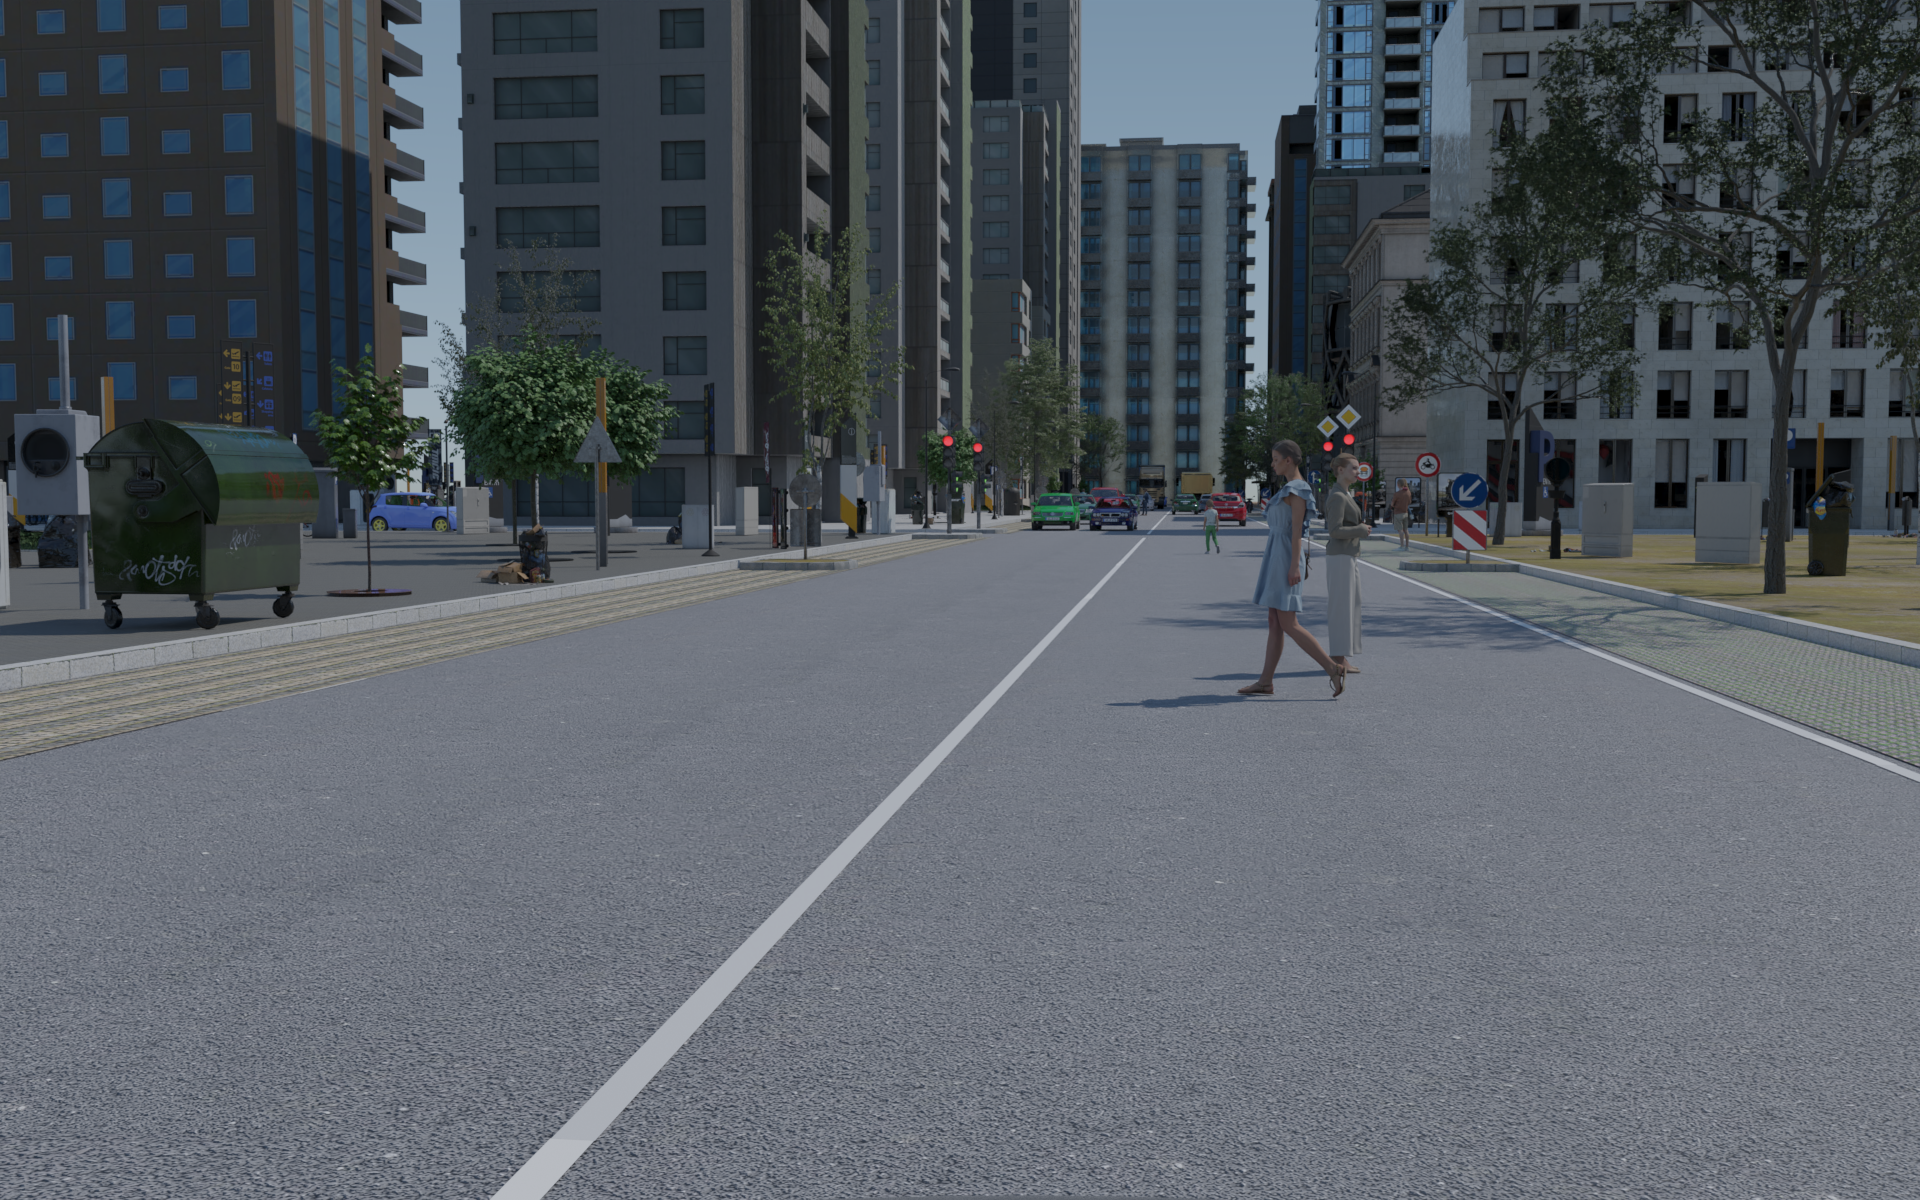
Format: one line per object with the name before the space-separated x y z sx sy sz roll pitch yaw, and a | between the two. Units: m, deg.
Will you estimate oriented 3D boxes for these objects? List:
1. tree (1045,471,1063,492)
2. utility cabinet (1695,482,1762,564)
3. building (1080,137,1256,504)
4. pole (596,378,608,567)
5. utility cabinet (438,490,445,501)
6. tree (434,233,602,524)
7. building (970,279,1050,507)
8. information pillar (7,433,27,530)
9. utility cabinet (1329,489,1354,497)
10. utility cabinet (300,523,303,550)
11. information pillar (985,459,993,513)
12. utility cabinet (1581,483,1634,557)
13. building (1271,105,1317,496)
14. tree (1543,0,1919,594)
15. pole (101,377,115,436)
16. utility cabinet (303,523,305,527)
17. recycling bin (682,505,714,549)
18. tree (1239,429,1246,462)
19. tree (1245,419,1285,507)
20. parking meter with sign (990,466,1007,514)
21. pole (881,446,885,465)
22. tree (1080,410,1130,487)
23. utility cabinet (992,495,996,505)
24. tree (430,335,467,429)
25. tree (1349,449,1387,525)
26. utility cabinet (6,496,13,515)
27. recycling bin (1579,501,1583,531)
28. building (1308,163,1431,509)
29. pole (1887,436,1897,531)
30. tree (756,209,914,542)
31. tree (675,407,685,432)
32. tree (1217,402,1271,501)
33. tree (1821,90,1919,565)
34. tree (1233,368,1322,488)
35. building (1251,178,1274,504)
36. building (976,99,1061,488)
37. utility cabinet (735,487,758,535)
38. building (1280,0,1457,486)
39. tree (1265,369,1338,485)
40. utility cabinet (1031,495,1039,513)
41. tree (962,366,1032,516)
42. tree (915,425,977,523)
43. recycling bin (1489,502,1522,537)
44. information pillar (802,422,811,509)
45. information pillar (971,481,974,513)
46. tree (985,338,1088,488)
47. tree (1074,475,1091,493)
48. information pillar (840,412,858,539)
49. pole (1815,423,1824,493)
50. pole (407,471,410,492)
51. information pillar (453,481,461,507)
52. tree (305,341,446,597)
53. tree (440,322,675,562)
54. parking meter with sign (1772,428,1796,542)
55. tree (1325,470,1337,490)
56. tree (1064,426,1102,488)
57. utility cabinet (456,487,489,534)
tree | 7.282 -8.754 137.726 1.663 3.219 1.824 0 3 0
utility cabinet | 14.109 -1.414 31.802 0.318 1.500 1.173 -2 4 -27
building | 24.492 -37.670 235.507 30.456 49.044 23.786 0 4 7
pole | -6.306 -2.241 30.490 0.158 3.312 0.155 0 3 0
utility cabinet | -25.249 -4.625 84.290 0.318 1.500 1.173 -1 4 -17
tree | -12.117 -5.995 48.381 4.360 8.622 3.978 0 3 0
building | -6.831 -18.986 155.459 27.650 21.520 28.899 0 4 7
information pillar | -32.880 -4.221 60.375 0.504 3.616 0.183 -2 4 -24
utility cabinet | 17.994 -4.469 81.745 1.173 1.500 0.318 3 5 41
utility cabinet | -15.497 -1.862 39.127 1.173 1.500 0.318 -3 5 -43
information pillar | 1.932 -7.574 115.184 0.504 3.616 0.183 1 4 16
utility cabinet | 13.135 -1.620 35.168 0.318 1.500 1.173 -1 4 -20
building | 43.453 -33.617 199.748 14.600 45.320 14.200 0 4 7
tree | 10.225 -5.349 21.867 7.601 10.594 8.767 -2 4 -35
pole | -14.856 -2.227 30.262 0.158 3.312 0.155 0 3 0
utility cabinet | -25.717 -3.435 67.323 0.306 1.237 1.020 -2 4 -29
recycling bin | -6.133 -1.714 40.573 0.722 1.027 0.722 0 4 -7
tree | 30.396 -13.819 176.302 4.360 8.622 3.978 0 3 0
tree | 28.459 -12.725 158.415 4.360 8.622 3.978 0 3 0
parking meter with sign | 2.636 -6.939 109.712 0.543 3.016 1.738 2 4 35
pole | -3.255 -4.853 73.195 0.158 3.312 0.155 0 3 0
tree | 17.530 -17.727 215.585 9.928 11.665 9.643 0 3 0
utility cabinet | 2.427 -7.640 136.080 0.306 1.237 1.020 3 4 39
tree | -22.239 -7.901 79.545 4.737 8.622 4.395 0 3 0
tree | 17.071 -4.790 72.926 1.663 3.219 1.824 0 3 0
utility cabinet | -32.284 -2.901 58.598 0.306 1.237 1.020 -3 4 -38
recycling bin | 22.038 -2.931 60.468 0.722 1.027 0.722 2 4 29
building | 38.240 -23.469 155.422 14.160 30.474 14.107 0 4 7
pole | 32.543 -4.075 60.471 0.158 3.312 0.155 0 3 0
tree | -3.575 -5.843 45.895 4.737 8.622 4.395 0 3 0
tree | -7.746 -3.318 37.969 4.285 4.588 4.351 0 3 0
tree | 35.424 -18.036 213.011 7.486 12.596 7.792 0 3 0
tree | 17.390 -4.929 30.947 4.360 8.622 3.978 0 3 0
tree | 26.293 -13.220 141.902 9.928 11.665 9.643 0 3 0
building | 53.724 -35.217 230.426 28.867 44.769 22.147 0 4 7
building | 2.603 -30.072 175.263 14.154 41.232 14.086 0 4 7
utility cabinet | -6.633 -2.761 53.821 0.318 1.500 1.173 1 4 14
building | 44.905 -52.776 175.553 22.319 86.520 31.000 0 4 7
tree | 20.457 -9.300 102.414 4.737 8.622 4.395 0 3 0
utility cabinet | 4.955 -6.315 114.411 0.306 1.237 1.020 -1 4 -14
tree | 2.246 -9.071 98.678 4.360 8.622 3.978 0 3 0
tree | -0.430 -5.720 77.229 4.285 4.588 4.351 0 3 0
recycling bin | 16.374 -2.411 51.977 0.722 1.027 0.722 0 4 -7
information pillar | -4.931 -3.937 55.723 0.183 3.616 0.504 1 4 21
information pillar | 0.810 -7.553 114.845 0.183 3.616 0.504 1 4 10
tree | 5.585 -12.678 125.412 7.486 12.596 7.792 0 3 0
tree | 12.063 -10.858 172.130 1.663 3.219 1.824 0 3 0
information pillar | -3.183 -3.562 49.600 0.504 3.616 0.183 -2 4 -25
pole | 24.553 -3.403 49.489 0.158 3.312 0.155 0 3 0
pole | -40.526 -8.161 127.268 0.158 3.312 0.155 0 3 0
information pillar | -27.335 -5.486 94.193 0.304 2.012 0.304 3 4 37
tree | -7.393 -1.676 22.011 1.663 3.219 1.824 0 3 0
tree | -8.172 -3.031 33.276 4.285 4.588 4.351 0 3 0
parking meter with sign | 22.225 -3.082 46.659 0.543 3.016 1.738 2 4 29
tree | 17.634 -5.226 80.045 1.663 3.219 1.824 0 3 0
tree | 13.065 -14.398 185.765 4.360 8.622 3.978 0 3 0
utility cabinet | -15.545 -2.851 55.286 0.318 1.500 1.173 2 4 27
